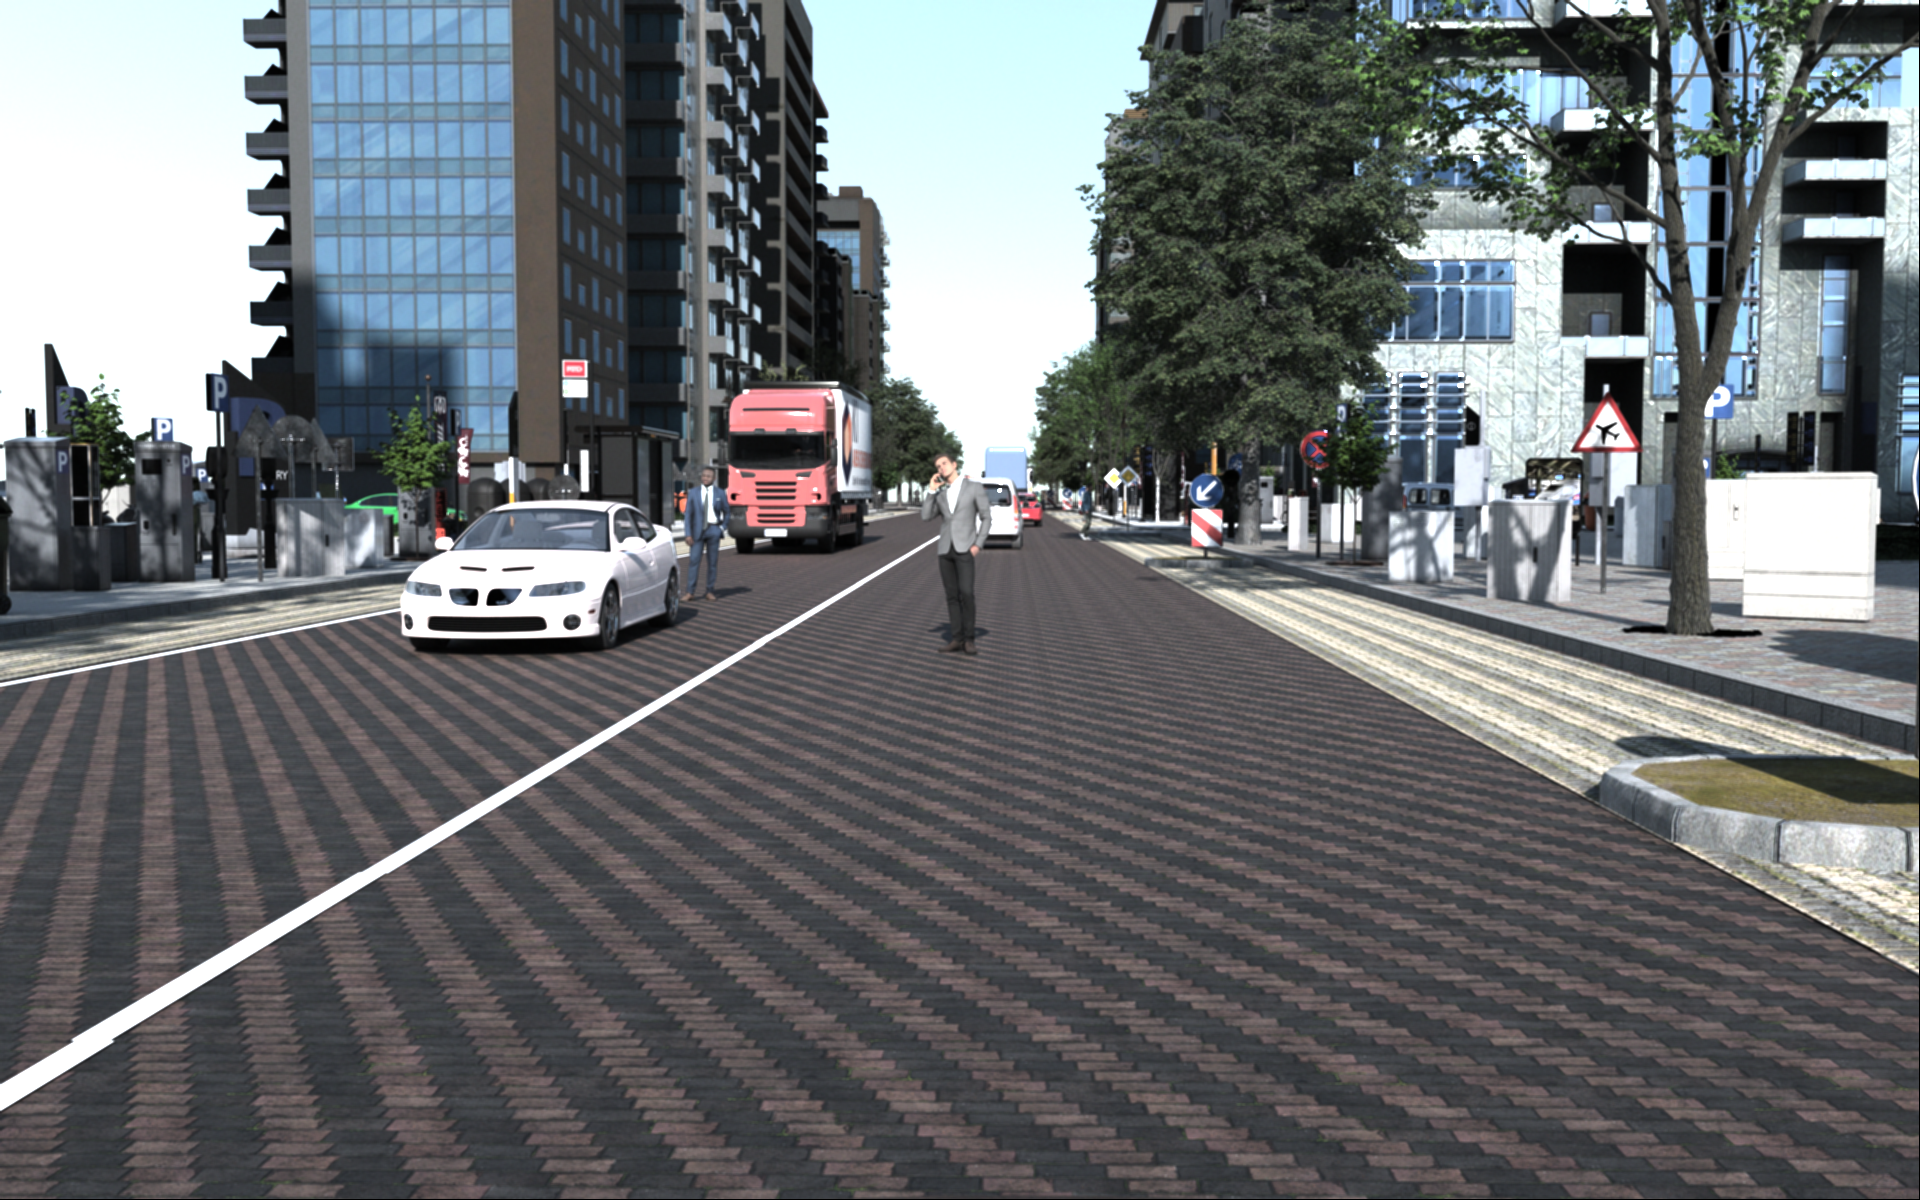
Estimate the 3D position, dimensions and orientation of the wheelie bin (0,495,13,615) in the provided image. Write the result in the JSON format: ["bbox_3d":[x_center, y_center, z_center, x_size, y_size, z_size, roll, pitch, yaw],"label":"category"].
[{"bbox_3d":[-10.510,-0.643,18.426,0.693,1.594,0.980,-3,5,-40],"label":"wheelie bin"}]

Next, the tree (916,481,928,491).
[{"bbox_3d":[-5.360,-16.247,216.007,4.737,8.622,4.395,0,3,0],"label":"tree"}]

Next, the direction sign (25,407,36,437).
[{"bbox_3d":[-24.452,-3.282,45.656,0.379,3.537,0.876,-1,4,-14],"label":"direction sign"}]

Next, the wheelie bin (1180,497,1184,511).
[{"bbox_3d":[16.460,-7.365,128.330,0.980,1.594,0.693,0,4,6],"label":"wheelie bin"}]

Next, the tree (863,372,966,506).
[{"bbox_3d":[-6.218,-16.739,180.339,9.857,13.997,8.962,0,3,0],"label":"tree"}]

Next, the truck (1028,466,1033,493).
[{"bbox_3d":[6.145,-11.688,180.008,2.839,4.237,11.283,0,4,0],"label":"truck"}]

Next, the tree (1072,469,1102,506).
[{"bbox_3d":[9.962,-8.539,134.222,1.663,3.219,1.824,0,3,0],"label":"tree"}]

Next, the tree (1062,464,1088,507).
[{"bbox_3d":[11.563,-11.559,172.704,4.285,4.588,4.351,0,3,0],"label":"tree"}]

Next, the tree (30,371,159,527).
[{"bbox_3d":[-13.417,-1.998,27.274,1.663,3.219,1.824,0,3,0],"label":"tree"}]

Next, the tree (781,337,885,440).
[{"bbox_3d":[-8.324,-10.375,104.043,8.767,10.594,7.601,2,4,34],"label":"tree"}]

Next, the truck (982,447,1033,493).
[{"bbox_3d":[2.243,-6.269,92.264,2.967,4.110,18.799,0,4,3],"label":"truck"}]

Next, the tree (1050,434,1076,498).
[{"bbox_3d":[12.551,-15.360,201.498,4.737,8.622,4.395,0,3,0],"label":"tree"}]

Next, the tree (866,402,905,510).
[{"bbox_3d":[-6.813,-11.615,140.269,4.360,8.622,3.978,0,3,0],"label":"tree"}]

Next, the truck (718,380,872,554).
[{"bbox_3d":[-4.047,-3.436,45.092,2.839,4.237,11.283,0,4,3],"label":"truck"}]

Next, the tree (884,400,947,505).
[{"bbox_3d":[-5.876,-17.720,206.733,9.611,12.733,9.660,0,3,0],"label":"tree"}]

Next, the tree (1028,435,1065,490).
[{"bbox_3d":[15.291,-22.891,291.267,9.611,12.733,9.660,0,3,0],"label":"tree"}]

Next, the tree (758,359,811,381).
[{"bbox_3d":[-9.623,-8.744,93.320,4.737,8.622,4.395,0,3,0],"label":"tree"}]

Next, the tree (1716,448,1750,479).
[{"bbox_3d":[31.756,-4.748,72.230,1.663,3.219,1.824,0,3,0],"label":"tree"}]

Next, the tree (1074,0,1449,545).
[{"bbox_3d":[7.321,-8.387,43.779,9.857,13.997,8.962,0,3,0],"label":"tree"}]

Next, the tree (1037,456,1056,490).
[{"bbox_3d":[13.725,-18.979,260.672,4.360,8.622,3.978,0,3,0],"label":"tree"}]

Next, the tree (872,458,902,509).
[{"bbox_3d":[-6.585,-10.102,148.878,4.285,4.588,4.351,0,3,0],"label":"tree"}]

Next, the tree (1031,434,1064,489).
[{"bbox_3d":[14.674,-21.461,269.010,7.486,12.596,7.792,0,3,0],"label":"tree"}]

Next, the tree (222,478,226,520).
[{"bbox_3d":[-35.920,-5.573,85.717,1.663,3.219,1.824,0,3,0],"label":"tree"}]

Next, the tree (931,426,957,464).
[{"bbox_3d":[-4.070,-20.272,257.195,9.928,11.665,9.643,0,3,0],"label":"tree"}]

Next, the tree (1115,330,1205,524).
[{"bbox_3d":[8.815,-7.621,74.974,4.360,8.622,3.978,0,3,0],"label":"tree"}]

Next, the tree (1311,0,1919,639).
[{"bbox_3d":[6.852,-5.498,15.652,9.928,11.665,9.643,0,3,0],"label":"tree"}]

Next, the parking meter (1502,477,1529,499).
[{"bbox_3d":[8.116,-1.035,25.341,0.372,1.533,0.369,0,3,0],"label":"parking meter"}]

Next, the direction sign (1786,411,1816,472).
[{"bbox_3d":[23.140,-3.409,47.729,0.379,3.537,0.876,-2,4,-24],"label":"direction sign"}]

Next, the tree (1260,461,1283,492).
[{"bbox_3d":[17.836,-6.423,99.615,1.663,3.219,1.824,0,3,0],"label":"tree"}]

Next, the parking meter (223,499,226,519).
[{"bbox_3d":[-38.059,-5.130,89.590,0.255,1.863,0.399,3,4,38],"label":"parking meter"}]

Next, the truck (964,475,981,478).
[{"bbox_3d":[1.794,-16.043,251.215,2.839,4.237,11.283,0,4,1],"label":"truck"}]

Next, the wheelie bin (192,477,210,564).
[{"bbox_3d":[-14.258,-1.459,31.765,0.980,1.594,0.693,-1,4,-18],"label":"wheelie bin"}]

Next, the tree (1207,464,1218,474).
[{"bbox_3d":[16.424,-7.095,110.600,1.663,3.219,1.824,0,3,0],"label":"tree"}]

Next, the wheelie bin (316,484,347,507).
[{"bbox_3d":[-19.201,-2.740,52.705,0.980,1.594,0.693,-2,4,-33],"label":"wheelie bin"}]

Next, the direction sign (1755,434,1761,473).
[{"bbox_3d":[30.423,-4.533,66.118,0.379,3.537,0.876,1,4,15],"label":"direction sign"}]

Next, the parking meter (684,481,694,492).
[{"bbox_3d":[-12.172,-4.415,77.891,0.399,1.863,0.255,-2,4,-30],"label":"parking meter"}]

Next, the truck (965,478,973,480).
[{"bbox_3d":[1.258,-12.924,207.225,3.469,3.379,9.791,0,4,1],"label":"truck"}]

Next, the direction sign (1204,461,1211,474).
[{"bbox_3d":[16.948,-7.744,118.606,0.379,3.537,0.876,3,5,40],"label":"direction sign"}]

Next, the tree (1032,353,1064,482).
[{"bbox_3d":[11.148,-15.193,155.067,9.857,13.997,8.962,0,3,0],"label":"tree"}]

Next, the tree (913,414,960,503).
[{"bbox_3d":[-5.309,-20.103,239.052,12.009,13.543,11.850,0,3,0],"label":"tree"}]

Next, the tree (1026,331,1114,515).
[{"bbox_3d":[9.468,-11.141,107.914,9.928,11.665,9.643,0,3,0],"label":"tree"}]

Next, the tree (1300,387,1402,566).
[{"bbox_3d":[7.177,-2.254,31.448,1.663,3.219,1.824,0,3,0],"label":"tree"}]

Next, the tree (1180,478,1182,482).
[{"bbox_3d":[11.432,-6.294,97.506,1.663,3.219,1.824,0,3,0],"label":"tree"}]

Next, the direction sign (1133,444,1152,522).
[{"bbox_3d":[8.338,-5.327,79.094,0.876,3.537,0.379,1,4,10],"label":"direction sign"}]

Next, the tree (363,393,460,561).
[{"bbox_3d":[-10.423,-2.370,33.355,1.663,3.219,1.824,0,3,0],"label":"tree"}]
